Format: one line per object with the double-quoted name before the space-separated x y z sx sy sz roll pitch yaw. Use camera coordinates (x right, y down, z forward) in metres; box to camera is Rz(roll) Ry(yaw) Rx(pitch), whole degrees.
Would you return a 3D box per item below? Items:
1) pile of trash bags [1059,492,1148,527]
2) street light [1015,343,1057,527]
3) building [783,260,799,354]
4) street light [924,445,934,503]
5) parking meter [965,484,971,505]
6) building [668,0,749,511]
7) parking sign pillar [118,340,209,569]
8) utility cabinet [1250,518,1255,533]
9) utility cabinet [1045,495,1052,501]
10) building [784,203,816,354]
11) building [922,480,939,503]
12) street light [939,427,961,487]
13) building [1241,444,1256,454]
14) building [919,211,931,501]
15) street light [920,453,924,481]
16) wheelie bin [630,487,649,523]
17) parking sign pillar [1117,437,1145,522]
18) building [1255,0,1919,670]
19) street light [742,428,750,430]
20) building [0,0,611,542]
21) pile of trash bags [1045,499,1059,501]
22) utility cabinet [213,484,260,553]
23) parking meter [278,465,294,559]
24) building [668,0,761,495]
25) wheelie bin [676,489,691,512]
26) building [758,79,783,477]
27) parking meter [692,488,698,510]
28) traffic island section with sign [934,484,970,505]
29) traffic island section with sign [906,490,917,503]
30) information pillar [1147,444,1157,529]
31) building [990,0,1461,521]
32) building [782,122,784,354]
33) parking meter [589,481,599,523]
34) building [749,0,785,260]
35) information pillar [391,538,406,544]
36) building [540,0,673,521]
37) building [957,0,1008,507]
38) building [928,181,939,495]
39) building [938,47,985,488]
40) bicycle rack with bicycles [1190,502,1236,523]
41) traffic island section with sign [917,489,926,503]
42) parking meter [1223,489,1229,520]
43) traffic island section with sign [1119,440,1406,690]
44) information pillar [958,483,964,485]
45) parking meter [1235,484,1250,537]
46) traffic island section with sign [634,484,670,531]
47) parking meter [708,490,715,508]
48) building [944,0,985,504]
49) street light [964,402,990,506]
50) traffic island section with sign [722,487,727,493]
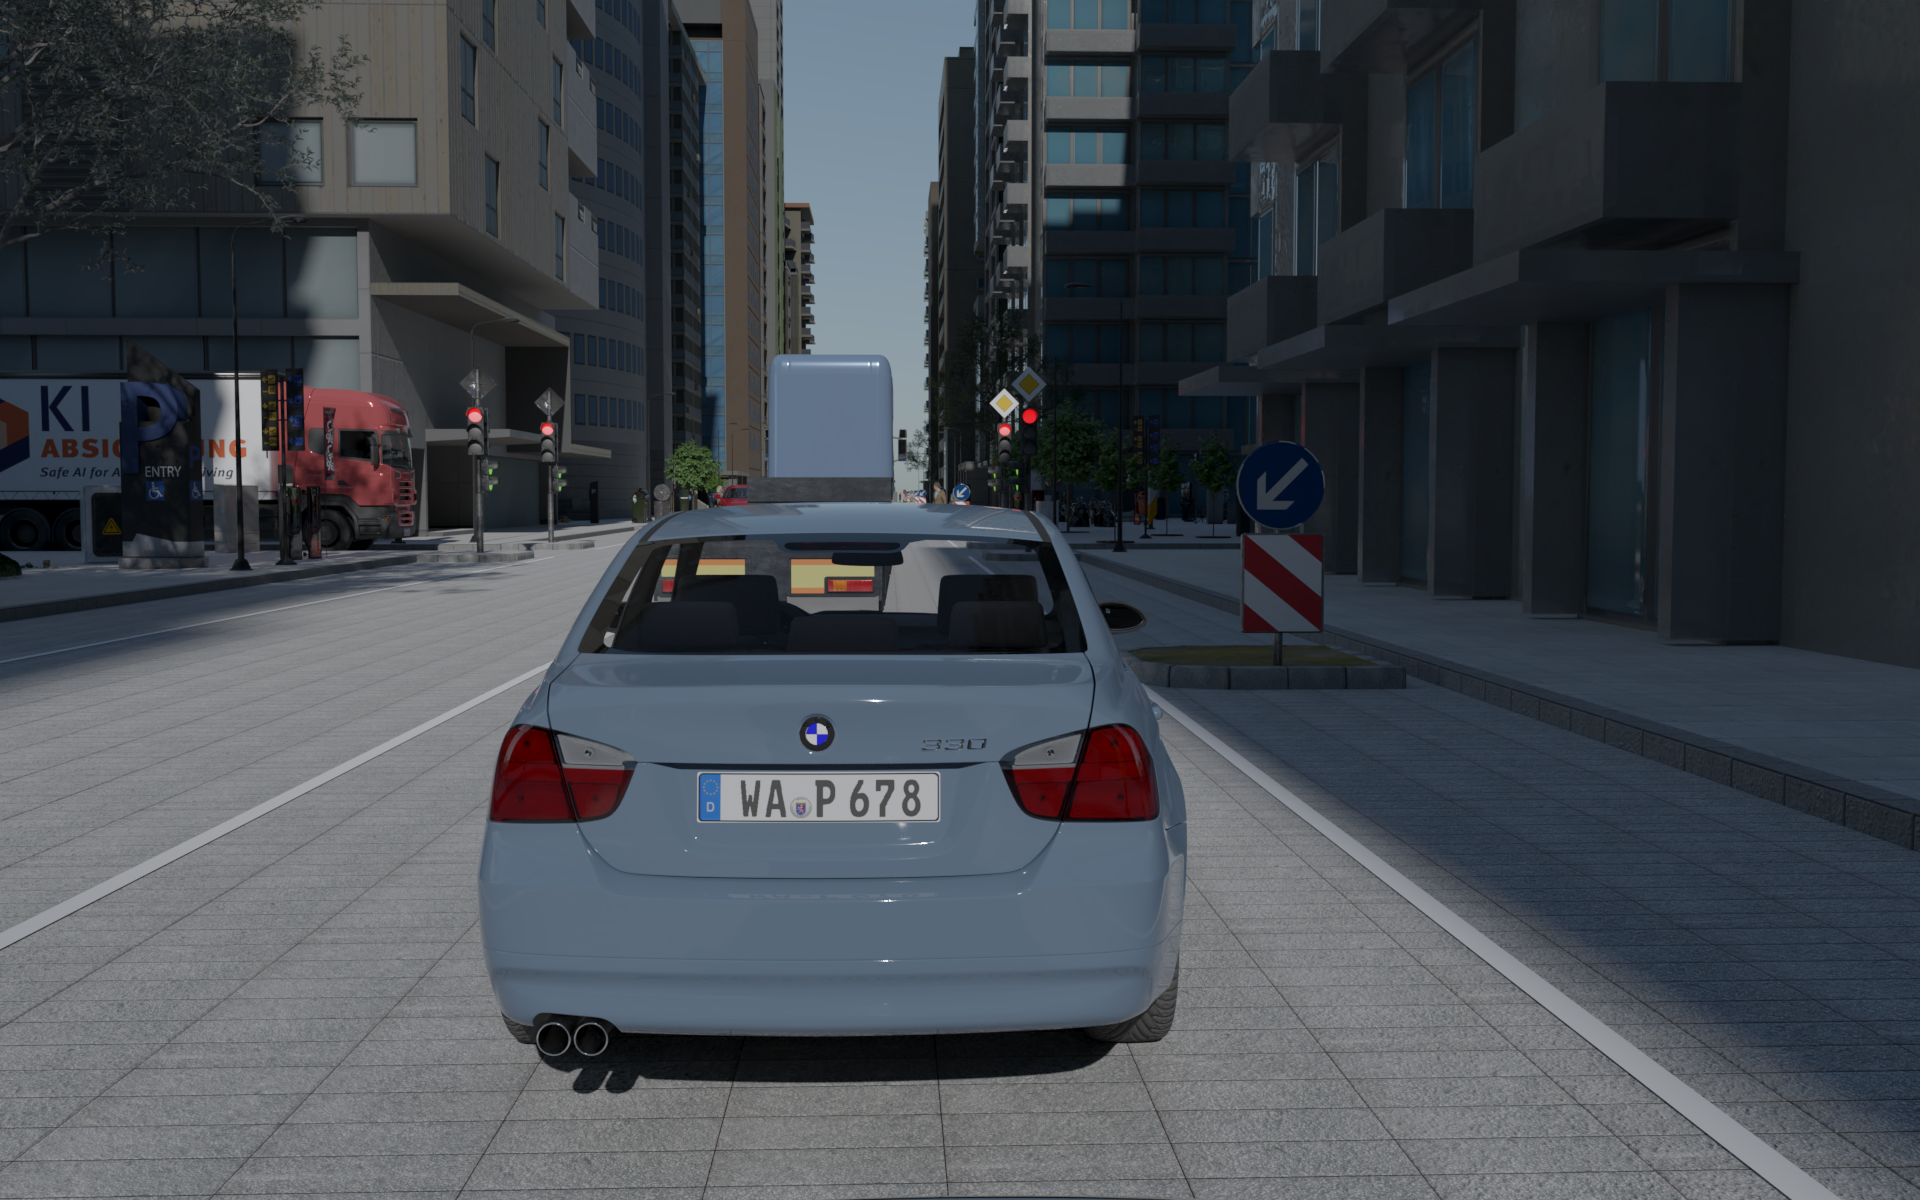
"pile of trash bags" 5.808 -3.532 67.505 3.447 1.369 1.912 1 4 11
"street light" 2.386 -4.943 53.361 1.470 5.913 1.316 0 4 -2
"building" -26.952 -26.886 211.292 14.160 30.474 14.107 0 4 -2
"street light" -2.359 -11.652 163.058 1.470 5.913 1.316 0 4 -2
"parking meter" 0.458 -5.750 99.726 0.255 1.863 0.399 -1 4 -10
"building" -32.828 -26.926 132.121 32.217 40.220 23.993 0 4 -2
"parking sign pillar" -13.909 -2.549 30.149 1.447 3.967 1.447 1 4 9
"utility cabinet" 9.347 -2.744 56.029 0.306 1.237 1.020 2 4 25
"utility cabinet" 4.078 -4.586 86.147 1.020 1.237 0.306 -2 4 -33
"building" -32.468 -36.578 252.681 22.147 44.769 28.867 0 4 -2
"building" 11.327 -32.485 223.017 32.217 40.220 23.993 0 4 -2
"street light" -0.500 -9.060 120.677 1.470 5.913 1.316 0 4 -2
"building" 24.622 -24.650 57.654 28.867 44.769 22.147 0 4 -2
"building" 5.708 -39.461 264.798 23.786 49.044 30.456 0 4 -2
"street light" -3.734 -13.723 196.913 1.470 5.913 1.316 0 4 -2
"wheelie bin" -14.026 -4.161 75.937 0.693 1.594 0.980 0 4 4
"parking sign pillar" 7.943 -5.592 79.906 1.447 3.967 1.447 -1 4 -10
"building" 16.109 -24.593 21.710 23.786 49.044 30.456 0 4 -2
"street light" -15.538 -9.164 122.365 1.470 5.913 1.316 0 4 -2
"building" -27.373 -28.605 56.930 28.713 52.752 27.495 0 4 -2
"pile of trash bags" 3.731 -4.311 80.244 1.912 1.369 3.447 -1 4 -18
"utility cabinet" -15.798 -1.785 37.859 0.318 1.500 1.173 1 4 12
"parking meter" -13.285 -1.741 34.173 0.255 1.863 0.399 -2 4 -29
"building" -24.980 -30.658 151.372 14.600 45.320 14.200 0 4 -2
"wheelie bin" -18.240 -6.500 114.184 0.980 1.594 0.693 -1 4 -14
"building" -24.820 -29.482 165.633 14.154 41.232 14.086 0 4 -2
"parking meter" -17.122 -6.487 111.768 0.255 1.863 0.399 -3 4 -37
"traffic island section with sign" -0.074 -3.672 68.659 1.989 1.847 2.006 0 4 -2
"traffic island section with sign" -3.293 -8.362 145.345 1.989 1.847 2.006 0 4 -2
"information pillar" 7.015 -4.390 63.139 0.183 3.616 0.504 3 4 38
"building" 13.395 -29.681 104.886 23.786 49.044 30.456 0 4 -2
"building" -25.723 -30.341 179.666 14.154 41.232 14.086 0 4 -2
"parking meter" -16.003 -4.282 75.717 0.399 1.863 0.255 0 4 -1
"building" -31.328 -48.254 227.208 20.563 71.187 20.611 0 4 -2
"information pillar" -14.480 -3.266 44.750 0.504 3.616 0.183 1 4 22
"building" -27.903 -33.673 92.550 21.231 58.520 28.212 0 4 -2
"building" 10.476 -42.479 132.782 20.563 71.187 20.611 0 4 -2
"building" 2.636 -36.191 241.837 14.600 45.320 14.200 0 4 -2
"building" 8.650 -34.366 185.583 21.300 48.544 21.600 0 4 -2
"bicycle rack with bicycles" 12.039 -3.877 76.764 2.852 0.926 2.925 -3 5 -41
"traffic island section with sign" -1.220 -5.350 96.103 1.989 1.847 2.006 0 4 -2
"parking meter" 13.015 -4.688 85.061 0.372 1.533 0.369 0 3 0
"traffic island section with sign" 2.247 -0.306 13.630 1.989 1.847 2.006 0 4 -2
"information pillar" 0.067 -6.504 110.832 0.304 2.012 0.304 2 4 33
"parking meter" 8.550 -2.852 52.335 0.399 1.863 0.255 -1 4 -19
"traffic island section with sign" -11.796 -3.671 68.652 1.989 1.847 2.006 0 4 -2
"parking meter" -14.724 -5.767 102.704 0.372 1.533 0.369 0 3 0
"building" 10.159 -51.715 158.213 22.319 86.520 31.000 0 4 -2
"street light" 0.917 -7.008 87.123 1.470 5.913 1.316 0 4 -2
"traffic island section with sign" -12.929 -5.318 95.583 1.989 1.847 2.006 0 4 -2
